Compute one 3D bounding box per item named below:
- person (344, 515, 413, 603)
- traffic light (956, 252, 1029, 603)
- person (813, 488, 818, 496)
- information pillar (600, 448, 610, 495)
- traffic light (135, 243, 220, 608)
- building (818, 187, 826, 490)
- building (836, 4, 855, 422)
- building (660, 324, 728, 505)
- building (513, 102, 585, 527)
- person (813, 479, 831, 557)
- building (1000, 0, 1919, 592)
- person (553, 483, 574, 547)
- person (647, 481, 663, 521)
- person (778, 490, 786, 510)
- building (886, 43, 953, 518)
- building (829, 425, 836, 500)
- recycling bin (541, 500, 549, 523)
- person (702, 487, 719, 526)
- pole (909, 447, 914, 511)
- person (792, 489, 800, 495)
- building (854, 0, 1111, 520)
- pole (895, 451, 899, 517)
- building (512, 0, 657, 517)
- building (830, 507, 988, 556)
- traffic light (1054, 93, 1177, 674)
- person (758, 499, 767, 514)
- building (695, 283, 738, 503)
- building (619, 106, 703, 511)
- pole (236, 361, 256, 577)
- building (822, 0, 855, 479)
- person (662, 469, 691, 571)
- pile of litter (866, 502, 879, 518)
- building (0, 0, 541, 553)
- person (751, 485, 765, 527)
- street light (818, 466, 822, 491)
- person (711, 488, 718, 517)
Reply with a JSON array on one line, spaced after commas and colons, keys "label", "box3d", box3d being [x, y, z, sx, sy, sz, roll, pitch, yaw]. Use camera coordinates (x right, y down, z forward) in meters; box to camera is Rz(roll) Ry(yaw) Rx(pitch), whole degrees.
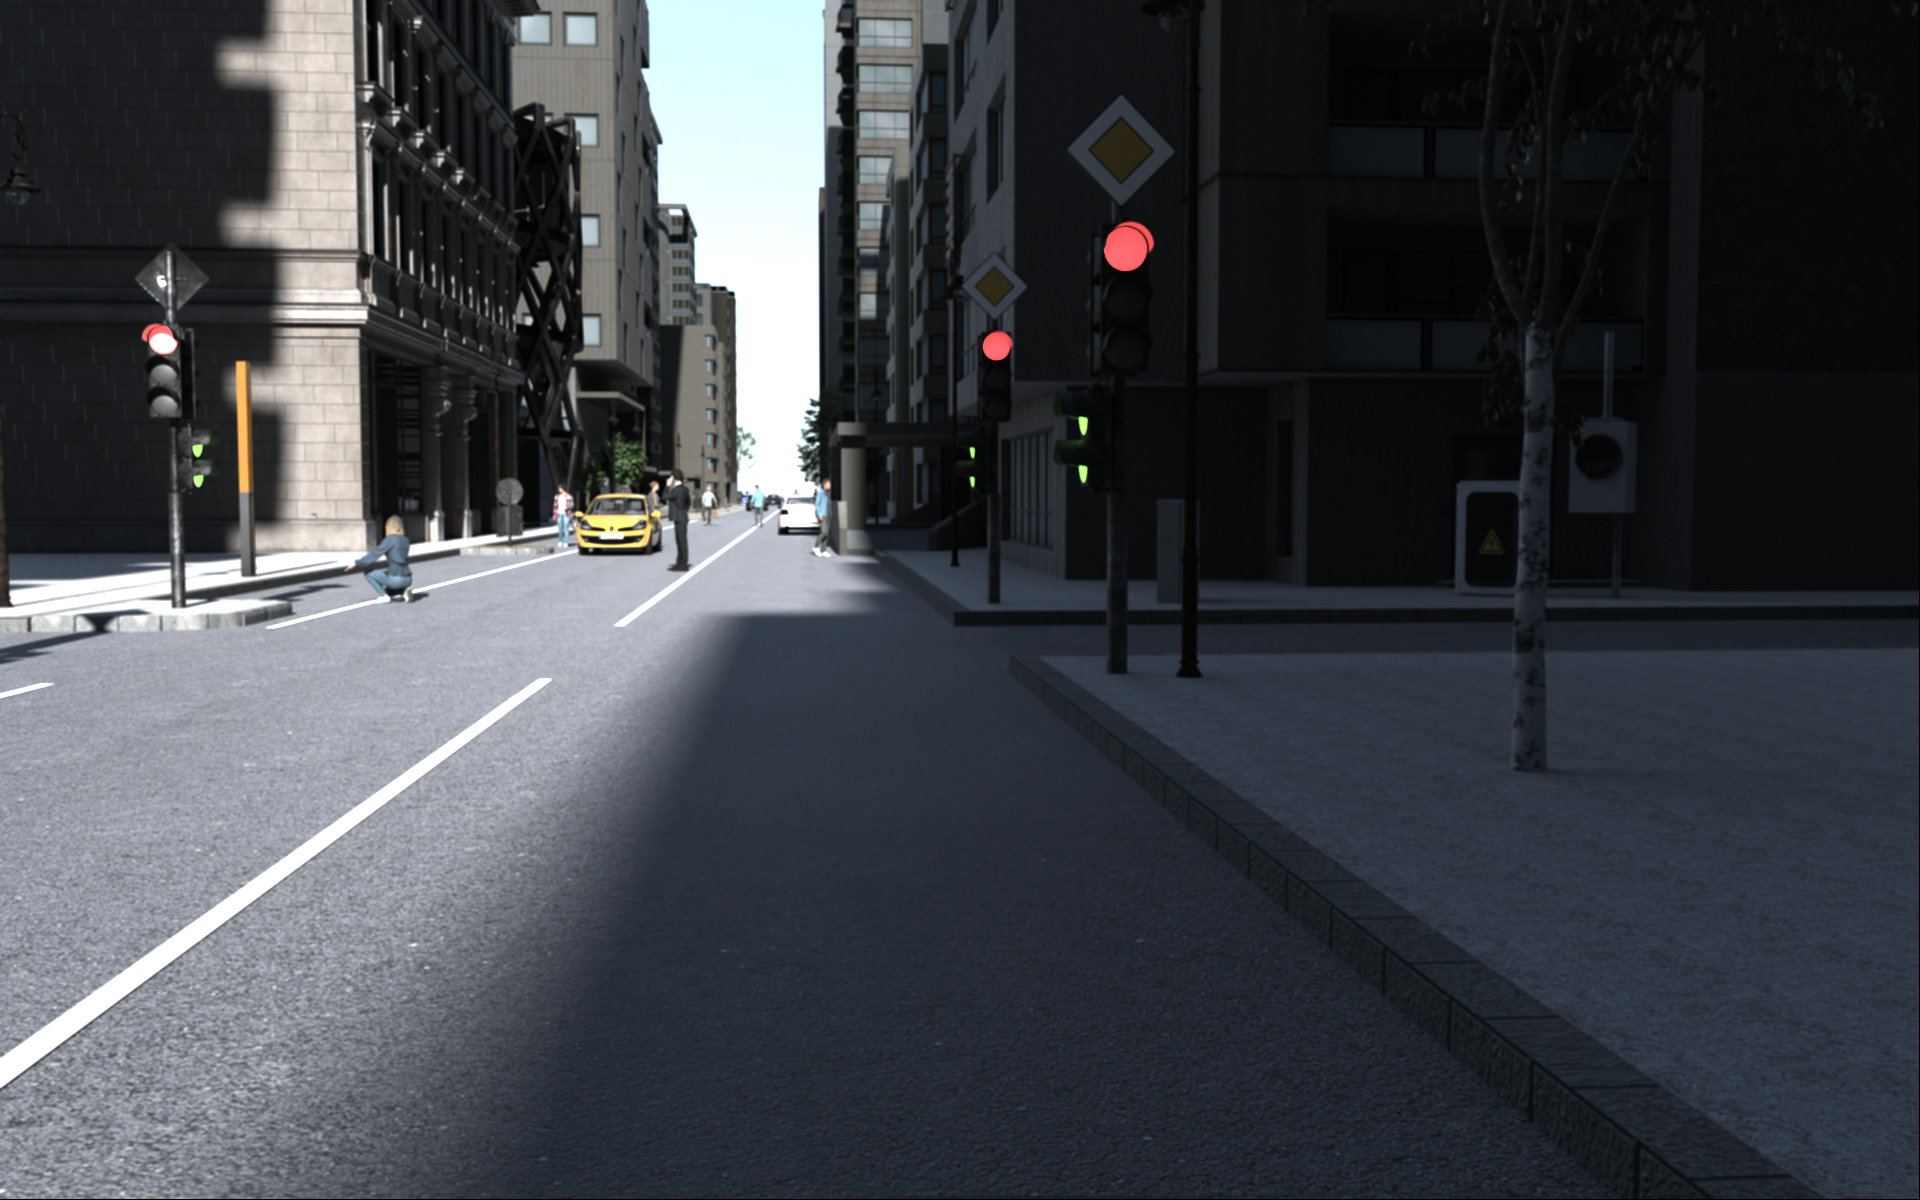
[{"label": "person", "box3d": [-7.606, -0.538, 22.787, 0.738, 1.151, 1.012, 2, 4, 32]}, {"label": "traffic light", "box3d": [0.379, -1.917, 20.269, 0.839, 4.253, 0.868, 0, 4, -5]}, {"label": "person", "box3d": [-9.586, -6.537, 115.521, 0.705, 1.807, 1.348, 0, 4, 7]}, {"label": "information pillar", "box3d": [-18.072, -5.919, 88.132, 0.504, 3.616, 0.183, -3, 5, -43]}, {"label": "traffic light", "box3d": [-8.793, -1.865, 19.417, 0.839, 4.253, 0.868, 0, 4, -5]}, {"label": "building", "box3d": [-13.091, -36.461, 246.244, 14.600, 45.320, 14.200, 0, 4, -5]}, {"label": "building", "box3d": [2.252, -28.804, 125.571, 22.147, 44.769, 28.867, 0, 4, -5]}, {"label": "building", "box3d": [-40.217, -21.133, 190.571, 27.650, 21.520, 28.899, 0, 4, -5]}, {"label": "building", "box3d": [-23.296, -12.184, 66.663, 16.820, 18.784, 16.811, 0, 4, -5]}, {"label": "person", "box3d": [-3.145, -1.887, 39.701, 0.444, 1.785, 0.601, 2, 4, 35]}, {"label": "building", "box3d": [7.239, -21.079, 28.236, 14.086, 41.232, 14.154, 0, 4, -5]}, {"label": "person", "box3d": [-10.733, -2.300, 46.939, 0.563, 1.720, 0.643, 0, 4, 5]}, {"label": "person", "box3d": [-7.830, -2.174, 44.601, 0.362, 1.759, 0.519, -2, 4, -32]}, {"label": "person", "box3d": [-16.157, -9.107, 157.272, 0.709, 1.838, 0.599, -2, 4, -26]}, {"label": "building", "box3d": [11.028, -14.517, 82.389, 27.650, 21.520, 28.899, 0, 4, -5]}, {"label": "building", "box3d": [-0.382, -51.468, 154.178, 22.319, 86.520, 31.000, 0, 4, -5]}, {"label": "recycling bin", "box3d": [-18.973, -3.995, 77.875, 0.722, 1.027, 0.722, 3, 5, 40]}, {"label": "person", "box3d": [-11.297, -4.243, 78.364, 0.782, 1.767, 0.515, -2, 4, -26]}, {"label": "pole", "box3d": [-1.902, -4.507, 67.526, 0.158, 3.312, 0.155, 0, 3, 0]}, {"label": "person", "box3d": [-12.281, -7.421, 129.918, 1.350, 1.814, 0.705, 1, 4, 9]}, {"label": "building", "box3d": [0.630, -25.713, 104.005, 14.154, 41.232, 14.086, 0, 4, -5]}, {"label": "pole", "box3d": [-2.962, -5.389, 81.946, 0.158, 3.312, 0.155, 0, 3, 0]}, {"label": "building", "box3d": [-33.382, -31.591, 105.744, 28.713, 52.752, 27.495, 0, 4, -5]}, {"label": "building", "box3d": [12.608, -21.747, 47.437, 32.217, 40.220, 23.993, 0, 4, -5]}, {"label": "traffic light", "box3d": [1.107, -1.431, 12.317, 0.839, 4.253, 0.868, 0, 4, -5]}, {"label": "person", "box3d": [-14.361, -7.051, 124.501, 0.721, 1.743, 1.217, 3, 5, 40]}, {"label": "building", "box3d": [-37.775, -28.425, 236.452, 14.160, 30.474, 14.107, 0, 4, -5]}, {"label": "building", "box3d": [-39.945, -28.372, 155.766, 32.217, 40.220, 23.993, 0, 4, -5]}, {"label": "pole", "box3d": [-11.021, -2.012, 26.732, 0.158, 3.312, 0.155, 0, 3, 0]}, {"label": "building", "box3d": [-5.184, -40.296, 200.844, 21.231, 58.520, 28.212, 0, 4, -5]}, {"label": "person", "box3d": [-5.274, -1.488, 32.187, 0.474, 1.900, 0.648, 0, 4, 2]}, {"label": "pile of litter", "box3d": [-5.032, -4.955, 94.979, 1.176, 0.858, 1.719, -1, 4, -9]}, {"label": "building", "box3d": [-17.586, -11.468, 38.409, 10.553, 20.767, 40.483, 0, 4, -5]}, {"label": "person", "box3d": [-8.822, -4.110, 75.566, 0.638, 1.841, 0.748, 0, 4, -8]}, {"label": "street light", "box3d": [-17.518, -15.212, 221.495, 0.468, 5.910, 1.993, 0, 4, -5]}, {"label": "person", "box3d": [-15.704, -6.232, 110.524, 0.705, 1.807, 1.348, 1, 4, 14]}]
